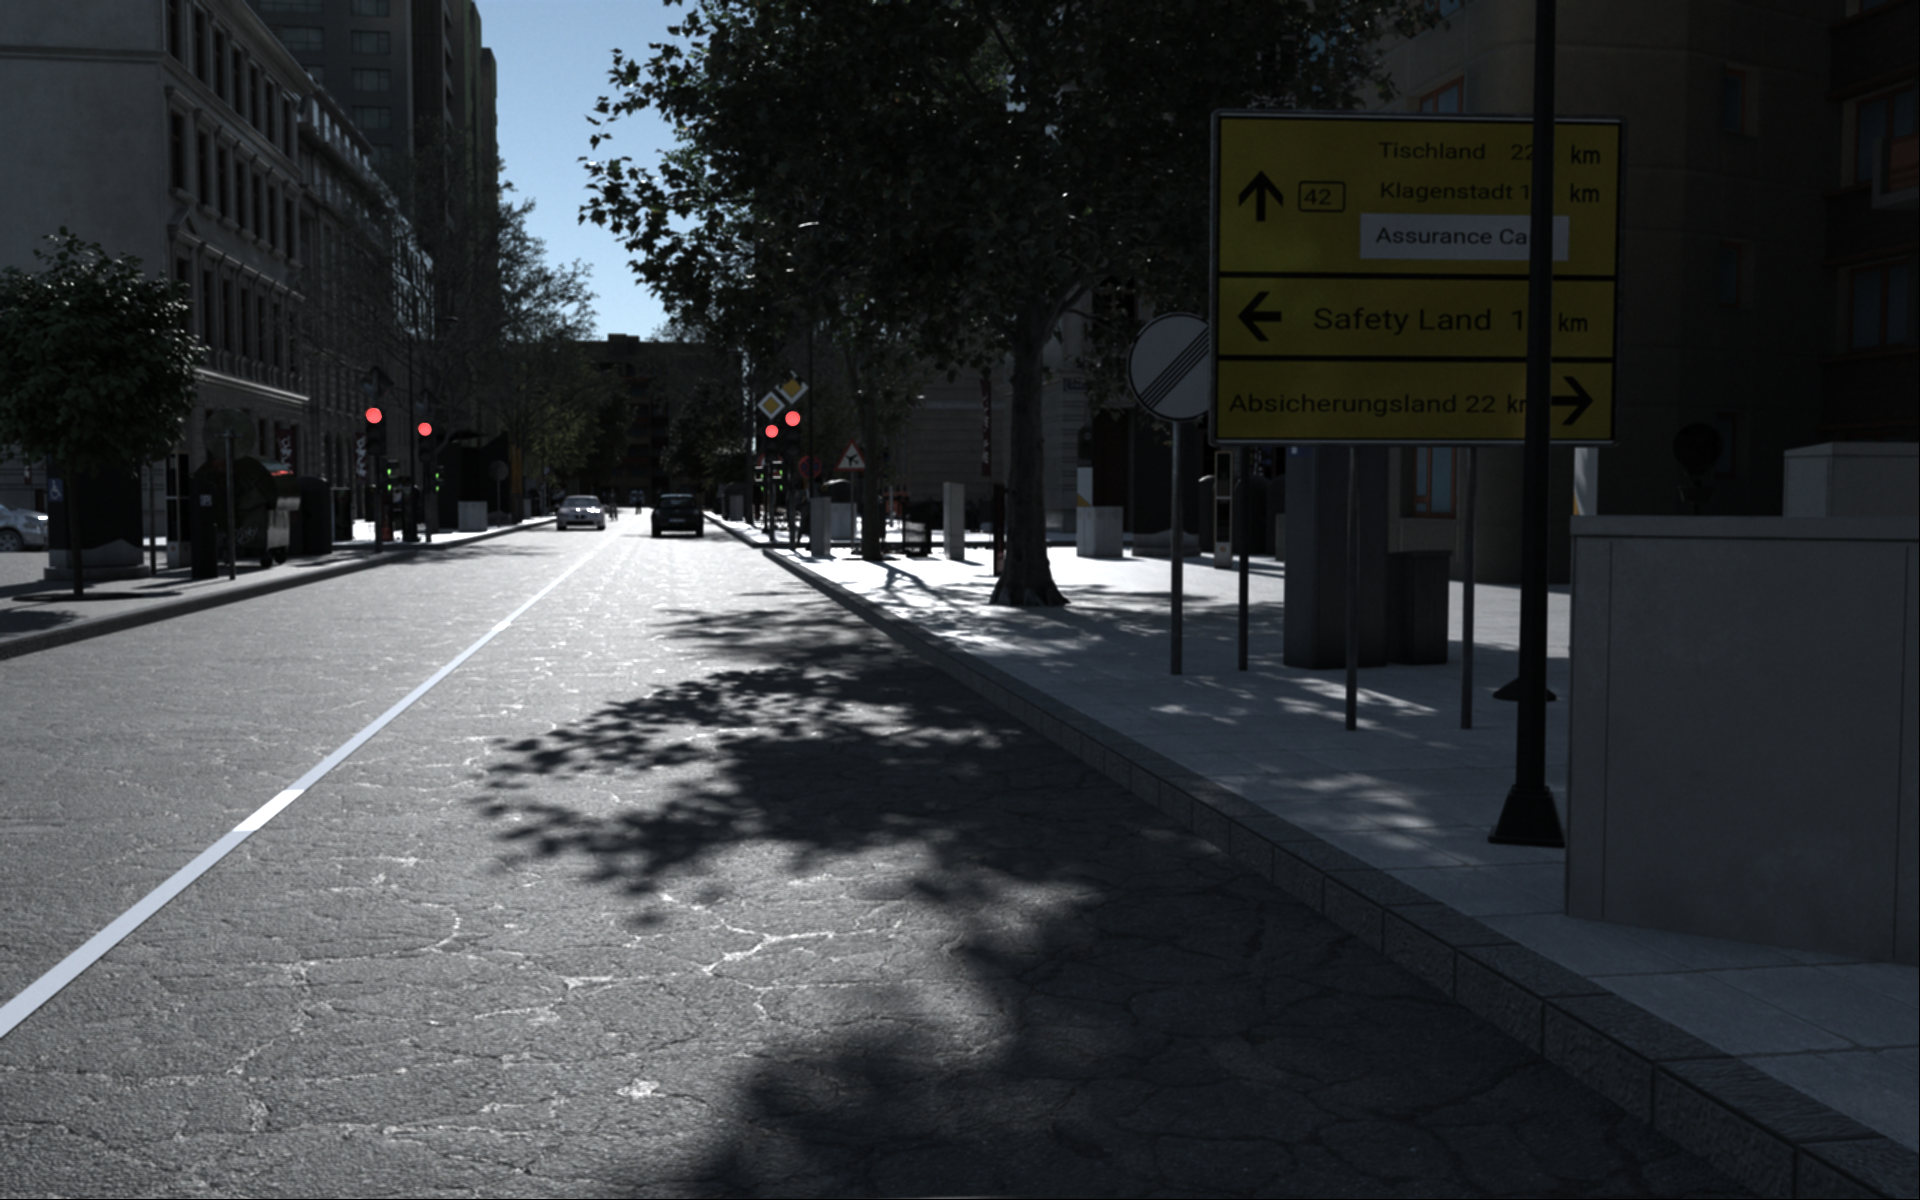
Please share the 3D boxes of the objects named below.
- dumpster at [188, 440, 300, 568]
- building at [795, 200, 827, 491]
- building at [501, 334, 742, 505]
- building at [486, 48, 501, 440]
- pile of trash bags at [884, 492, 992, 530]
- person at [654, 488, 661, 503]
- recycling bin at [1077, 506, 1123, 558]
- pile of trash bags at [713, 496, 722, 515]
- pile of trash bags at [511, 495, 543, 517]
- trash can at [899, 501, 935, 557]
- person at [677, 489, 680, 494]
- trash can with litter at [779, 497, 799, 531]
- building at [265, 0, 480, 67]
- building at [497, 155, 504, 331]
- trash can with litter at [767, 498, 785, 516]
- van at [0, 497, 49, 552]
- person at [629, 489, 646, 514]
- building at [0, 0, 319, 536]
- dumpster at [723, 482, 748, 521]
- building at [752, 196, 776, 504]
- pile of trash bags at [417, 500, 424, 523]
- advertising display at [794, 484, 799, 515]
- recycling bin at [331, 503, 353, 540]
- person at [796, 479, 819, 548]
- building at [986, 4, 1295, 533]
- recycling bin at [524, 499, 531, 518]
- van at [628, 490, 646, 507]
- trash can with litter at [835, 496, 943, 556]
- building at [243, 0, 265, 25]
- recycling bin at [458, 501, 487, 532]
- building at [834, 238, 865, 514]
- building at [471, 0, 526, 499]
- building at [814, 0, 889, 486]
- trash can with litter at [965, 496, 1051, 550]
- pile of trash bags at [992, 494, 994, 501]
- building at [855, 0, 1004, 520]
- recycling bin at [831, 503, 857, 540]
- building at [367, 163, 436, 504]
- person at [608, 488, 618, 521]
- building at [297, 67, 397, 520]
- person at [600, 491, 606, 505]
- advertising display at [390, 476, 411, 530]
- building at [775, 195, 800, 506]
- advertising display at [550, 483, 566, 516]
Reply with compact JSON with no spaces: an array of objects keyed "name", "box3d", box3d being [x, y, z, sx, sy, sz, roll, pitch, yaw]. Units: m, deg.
[{"name":"dumpster","box3d":[-12.708,-1.730,30.785,1.502,2.255,1.985,-1,4,-9]},{"name":"building","box3d":[-8.085,-31.334,162.423,14.600,45.320,14.200,-1,4,-10]},{"name":"building","box3d":[-43.248,-23.190,224.193,28.899,21.520,27.650,-1,4,-10]},{"name":"building","box3d":[-48.546,-28.712,153.040,14.154,41.232,14.086,-1,4,-10]},{"name":"pile of trash bags","box3d":[-0.894,-3.272,63.243,3.447,1.369,1.912,2,4,27]},{"name":"person","box3d":[-19.757,-6.448,113.702,0.755,1.850,0.659,-1,4,-10]},{"name":"recycling bin","box3d":[2.853,-1.395,35.366,0.722,1.027,0.722,-2,4,-26]},{"name":"pile of trash bags","box3d":[-14.407,-6.005,107.927,1.912,1.369,3.447,0,4,-7]},{"name":"pile of trash bags","box3d":[-24.376,-5.256,95.683,1.912,1.369,3.447,0,4,5]},{"name":"trash can","box3d":[-0.880,-1.452,35.398,0.748,1.137,0.748,0,3,0]},{"name":"person","box3d":[-21.857,-7.716,134.660,0.705,1.823,1.348,0,4,2]},{"name":"trash can with litter","box3d":[-5.695,-3.018,60.408,1.678,1.210,2.233,1,4,10]},{"name":"building","box3d":[-45.953,-27.829,138.605,14.154,41.232,14.086,-1,4,-10]},{"name":"building","box3d":[-72.646,-36.521,216.724,30.456,49.044,23.786,-1,4,-10]},{"name":"trash can with litter","box3d":[-10.832,-5.507,101.428,1.055,1.170,0.624,-3,5,-44]},{"name":"van","box3d":[-23.360,-2.050,40.537,4.112,2.044,2.013,0,4,-8]},{"name":"person","box3d":[-23.288,-7.147,125.333,1.348,1.826,0.705,-2,4,-35]},{"name":"building","box3d":[-30.574,-13.750,60.963,11.583,22.565,21.152,-1,4,-10]},{"name":"dumpster","box3d":[-10.857,-4.794,84.145,1.264,1.857,1.865,-1,4,-10]},{"name":"building","box3d":[-14.026,-34.915,225.489,28.867,44.769,22.147,-1,4,-10]},{"name":"pile of trash bags","box3d":[-23.190,-4.039,75.784,1.912,1.369,3.447,-1,4,-20]},{"name":"advertising display","box3d":[-10.157,-6.207,106.698,0.123,1.923,0.974,1,4,19]},{"name":"recycling bin","box3d":[-17.460,-2.190,48.353,0.722,1.027,0.722,1,4,16]},{"name":"person","box3d":[-3.809,-2.140,43.456,0.622,1.834,0.822,-2,4,-24]},{"name":"building","box3d":[12.160,-13.845,62.529,21.152,22.565,11.583,-1,4,-10]},{"name":"recycling bin","box3d":[-23.312,-4.866,92.113,0.722,1.027,0.722,2,4,33]},{"name":"van","box3d":[-36.196,-11.449,194.206,2.013,2.044,4.112,-1,4,-10]},{"name":"trash can with litter","box3d":[-1.435,-1.574,36.789,2.233,1.210,1.678,0,4,-8]},{"name":"building","box3d":[-42.930,-26.982,124.750,14.154,41.232,14.086,-1,4,-10]},{"name":"recycling bin","box3d":[-16.640,-2.850,59.151,0.722,1.027,0.722,3,5,41]},{"name":"building","box3d":[-1.376,-18.099,113.939,12.078,24.808,19.932,-1,4,-10]},{"name":"building","box3d":[-60.080,-52.444,170.138,31.000,86.520,22.319,-1,4,-10]},{"name":"building","box3d":[-0.218,-31.867,140.631,23.786,49.044,30.456,-1,4,-10]},{"name":"trash can with litter","box3d":[1.011,-1.789,40.302,2.233,1.210,1.678,0,4,2]},{"name":"pile of trash bags","box3d":[0.339,-3.872,73.065,3.447,1.369,1.912,-1,4,-22]},{"name":"building","box3d":[2.036,-18.851,94.124,13.634,28.700,20.117,-1,4,-10]},{"name":"recycling bin","box3d":[-3.313,-2.229,48.995,0.722,1.027,0.722,0,4,4]},{"name":"building","box3d":[-37.969,-15.227,103.709,10.420,20.320,16.860,-1,4,-10]},{"name":"person","box3d":[-18.803,-5.183,93.796,0.519,1.759,0.362,0,4,-1]},{"name":"building","box3d":[-35.676,-14.773,83.340,13.314,21.916,24.055,-1,4,-10]},{"name":"person","box3d":[-41.375,-11.755,200.559,0.599,1.838,0.709,-2,4,-35]},{"name":"advertising display","box3d":[-20.302,-3.512,62.641,0.974,1.923,0.123,-1,4,-8]},{"name":"building","box3d":[-7.982,-34.055,180.492,21.300,48.544,21.600,-1,4,-10]},{"name":"advertising display","box3d":[-24.050,-6.016,103.570,0.974,1.923,0.123,-3,5,-39]}]
